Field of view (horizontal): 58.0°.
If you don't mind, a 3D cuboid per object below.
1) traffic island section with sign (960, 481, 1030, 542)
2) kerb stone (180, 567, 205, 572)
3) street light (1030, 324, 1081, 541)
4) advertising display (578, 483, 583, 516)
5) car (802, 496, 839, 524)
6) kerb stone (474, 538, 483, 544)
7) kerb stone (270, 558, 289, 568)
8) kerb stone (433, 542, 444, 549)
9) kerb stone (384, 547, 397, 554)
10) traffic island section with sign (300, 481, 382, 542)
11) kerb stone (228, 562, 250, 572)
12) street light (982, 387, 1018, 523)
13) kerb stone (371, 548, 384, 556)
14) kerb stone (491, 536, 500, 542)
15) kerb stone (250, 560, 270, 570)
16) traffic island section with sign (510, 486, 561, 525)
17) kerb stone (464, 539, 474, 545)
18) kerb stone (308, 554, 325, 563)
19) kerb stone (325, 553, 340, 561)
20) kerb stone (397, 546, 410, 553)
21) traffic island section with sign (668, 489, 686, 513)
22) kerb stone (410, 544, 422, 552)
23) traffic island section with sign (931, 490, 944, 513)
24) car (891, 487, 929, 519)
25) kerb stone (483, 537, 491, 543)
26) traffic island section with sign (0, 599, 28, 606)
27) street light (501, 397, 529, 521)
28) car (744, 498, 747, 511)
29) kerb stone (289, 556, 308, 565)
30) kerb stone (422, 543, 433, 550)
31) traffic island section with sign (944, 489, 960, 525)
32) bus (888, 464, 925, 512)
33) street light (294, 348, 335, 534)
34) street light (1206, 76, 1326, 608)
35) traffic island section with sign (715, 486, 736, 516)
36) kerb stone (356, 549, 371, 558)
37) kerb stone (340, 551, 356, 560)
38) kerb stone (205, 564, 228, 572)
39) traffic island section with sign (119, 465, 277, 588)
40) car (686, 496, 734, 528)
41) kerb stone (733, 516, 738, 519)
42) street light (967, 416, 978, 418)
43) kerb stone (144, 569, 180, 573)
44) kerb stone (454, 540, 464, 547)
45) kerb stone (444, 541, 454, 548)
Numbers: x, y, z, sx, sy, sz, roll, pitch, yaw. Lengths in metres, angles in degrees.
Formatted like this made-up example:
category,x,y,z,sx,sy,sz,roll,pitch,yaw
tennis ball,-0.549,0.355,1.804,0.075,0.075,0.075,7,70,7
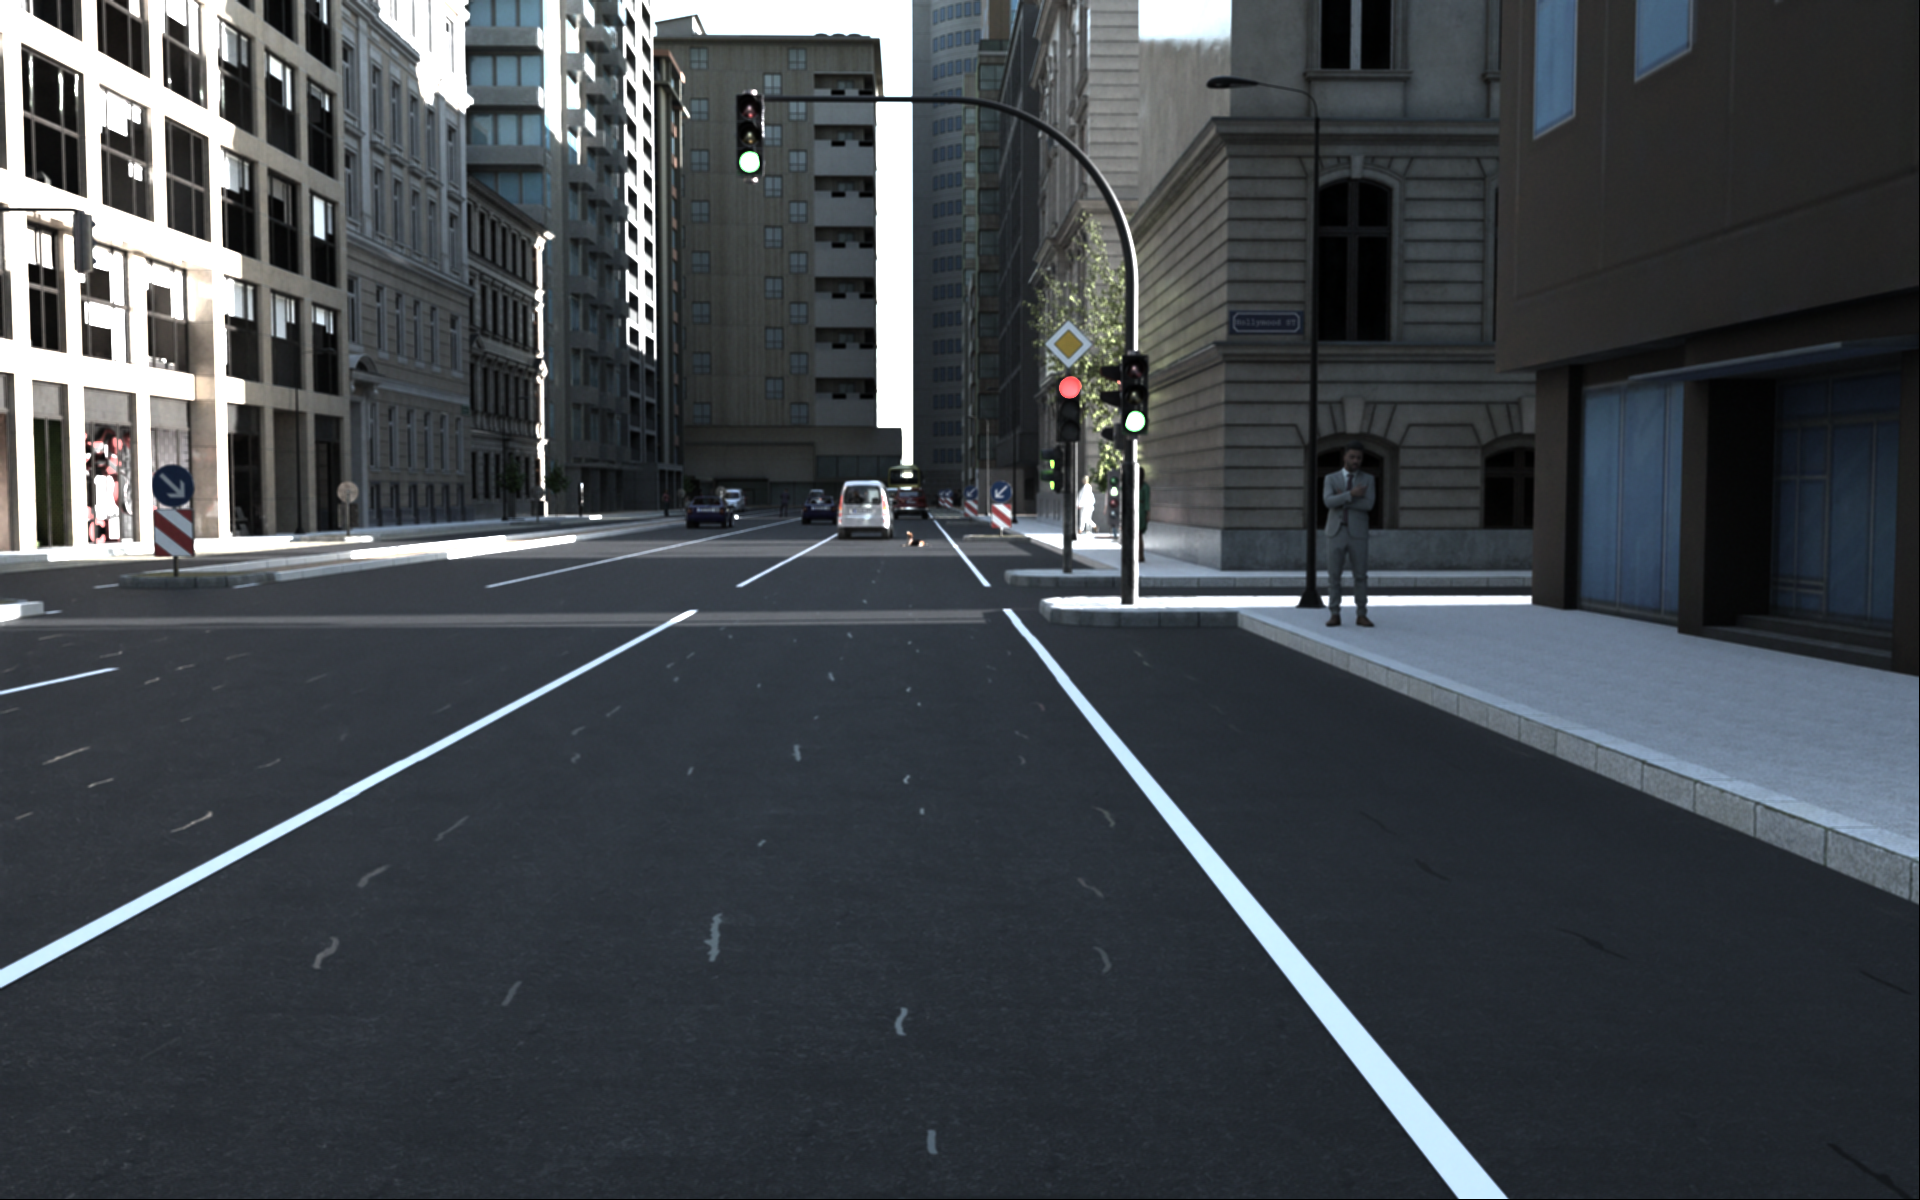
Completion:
category,x,y,z,sx,sy,sz,roll,pitch,yaw
traffic island section with sign,1.107,-2.698,52.736,1.989,1.847,2.006,0,4,-2
kerb stone,-13.305,-0.459,29.811,0.120,0.150,1.000,0,4,-2
street light,2.619,-4.586,47.517,1.470,5.913,1.316,0,4,-2
advertising display,-21.794,-5.768,99.518,0.123,1.923,0.974,0,4,-4
car,-6.645,-4.319,83.192,1.945,1.354,3.894,0,4,-1
kerb stone,-13.839,-1.657,49.288,0.120,0.150,1.000,0,4,-2
kerb stone,-13.425,-0.716,33.904,0.120,0.150,1.000,0,4,-2
kerb stone,-13.726,-1.403,45.185,0.120,0.150,1.000,0,4,-2
kerb stone,-13.620,-1.156,41.088,0.120,0.150,1.000,0,4,-2
traffic island section with sign,-18.712,-2.688,52.573,1.989,1.847,2.006,0,4,-2
kerb stone,-13.368,-0.587,31.861,0.120,0.150,1.000,0,4,-2
street light,1.840,-6.305,75.621,1.470,5.913,1.316,0,4,-2
kerb stone,-13.590,-1.092,40.055,0.120,0.150,1.000,0,4,-2
kerb stone,-13.894,-1.782,51.332,0.120,0.150,1.000,0,4,-2
kerb stone,-13.403,-0.654,32.882,0.120,0.150,1.000,0,4,-2
traffic island section with sign,-19.452,-4.337,79.545,1.989,1.847,2.006,0,4,-2
kerb stone,-13.810,-1.594,48.263,0.120,0.150,1.000,0,4,-2
kerb stone,-13.474,-0.841,35.952,0.120,0.150,1.000,0,4,-2
kerb stone,-13.511,-0.900,36.976,0.120,0.150,1.000,0,4,-2
kerb stone,-13.647,-1.218,42.110,0.120,0.150,1.000,0,4,-2
traffic island section with sign,-20.807,-7.383,129.337,1.989,1.847,2.006,0,4,-2
kerb stone,-13.670,-1.278,43.138,0.120,0.150,1.000,0,4,-2
traffic island section with sign,-0.989,-7.416,129.884,1.989,1.847,2.006,0,4,-2
car,-2.908,-5.656,101.155,2.281,1.827,5.304,0,4,-2
kerb stone,-13.869,-1.715,50.310,0.120,0.150,1.000,0,4,-2
traffic island section with sign,-11.992,-0.727,20.025,2.006,1.907,1.989,0,4,-2
street light,-21.274,-6.745,82.815,1.470,5.913,1.316,0,4,-2
car,-18.962,-8.346,145.491,2.155,1.783,4.494,0,4,-3
kerb stone,-13.446,-0.775,34.927,0.120,0.150,1.000,0,4,-2
kerb stone,-13.695,-1.343,44.159,0.120,0.150,1.000,0,4,-2
traffic island section with sign,0.371,-4.363,79.961,1.989,1.847,2.006,0,4,-2
bus,-4.447,-9.268,143.084,2.896,3.916,12.252,0,4,0
street light,-20.603,-5.062,55.307,1.470,5.913,1.316,0,4,-2
street light,3.435,-2.868,19.432,1.470,5.913,1.316,0,4,-2
traffic island section with sign,-14.231,-5.774,102.541,2.006,1.907,1.989,0,4,-2
kerb stone,-13.558,-1.029,39.026,0.120,0.150,1.000,0,4,-2
kerb stone,-13.530,-0.964,37.999,0.120,0.150,1.000,0,4,-2
kerb stone,-13.342,-0.525,30.832,0.120,0.150,1.000,0,4,-2
traffic island section with sign,-12.184,-1.180,27.430,2.006,1.907,1.989,0,4,-2
car,-10.632,-3.740,73.735,1.945,1.354,3.894,0,4,-3
kerb stone,-13.166,-4.858,101.673,0.120,0.150,1.000,0,4,-2
street light,1.093,-7.991,103.188,1.470,5.913,1.316,0,4,-2
kerb stone,-13.289,-0.403,28.788,0.120,0.150,1.000,0,4,-2
kerb stone,-13.777,-1.532,47.242,0.120,0.150,1.000,0,4,-2
kerb stone,-13.760,-1.469,46.213,0.120,0.150,1.000,0,4,-2
